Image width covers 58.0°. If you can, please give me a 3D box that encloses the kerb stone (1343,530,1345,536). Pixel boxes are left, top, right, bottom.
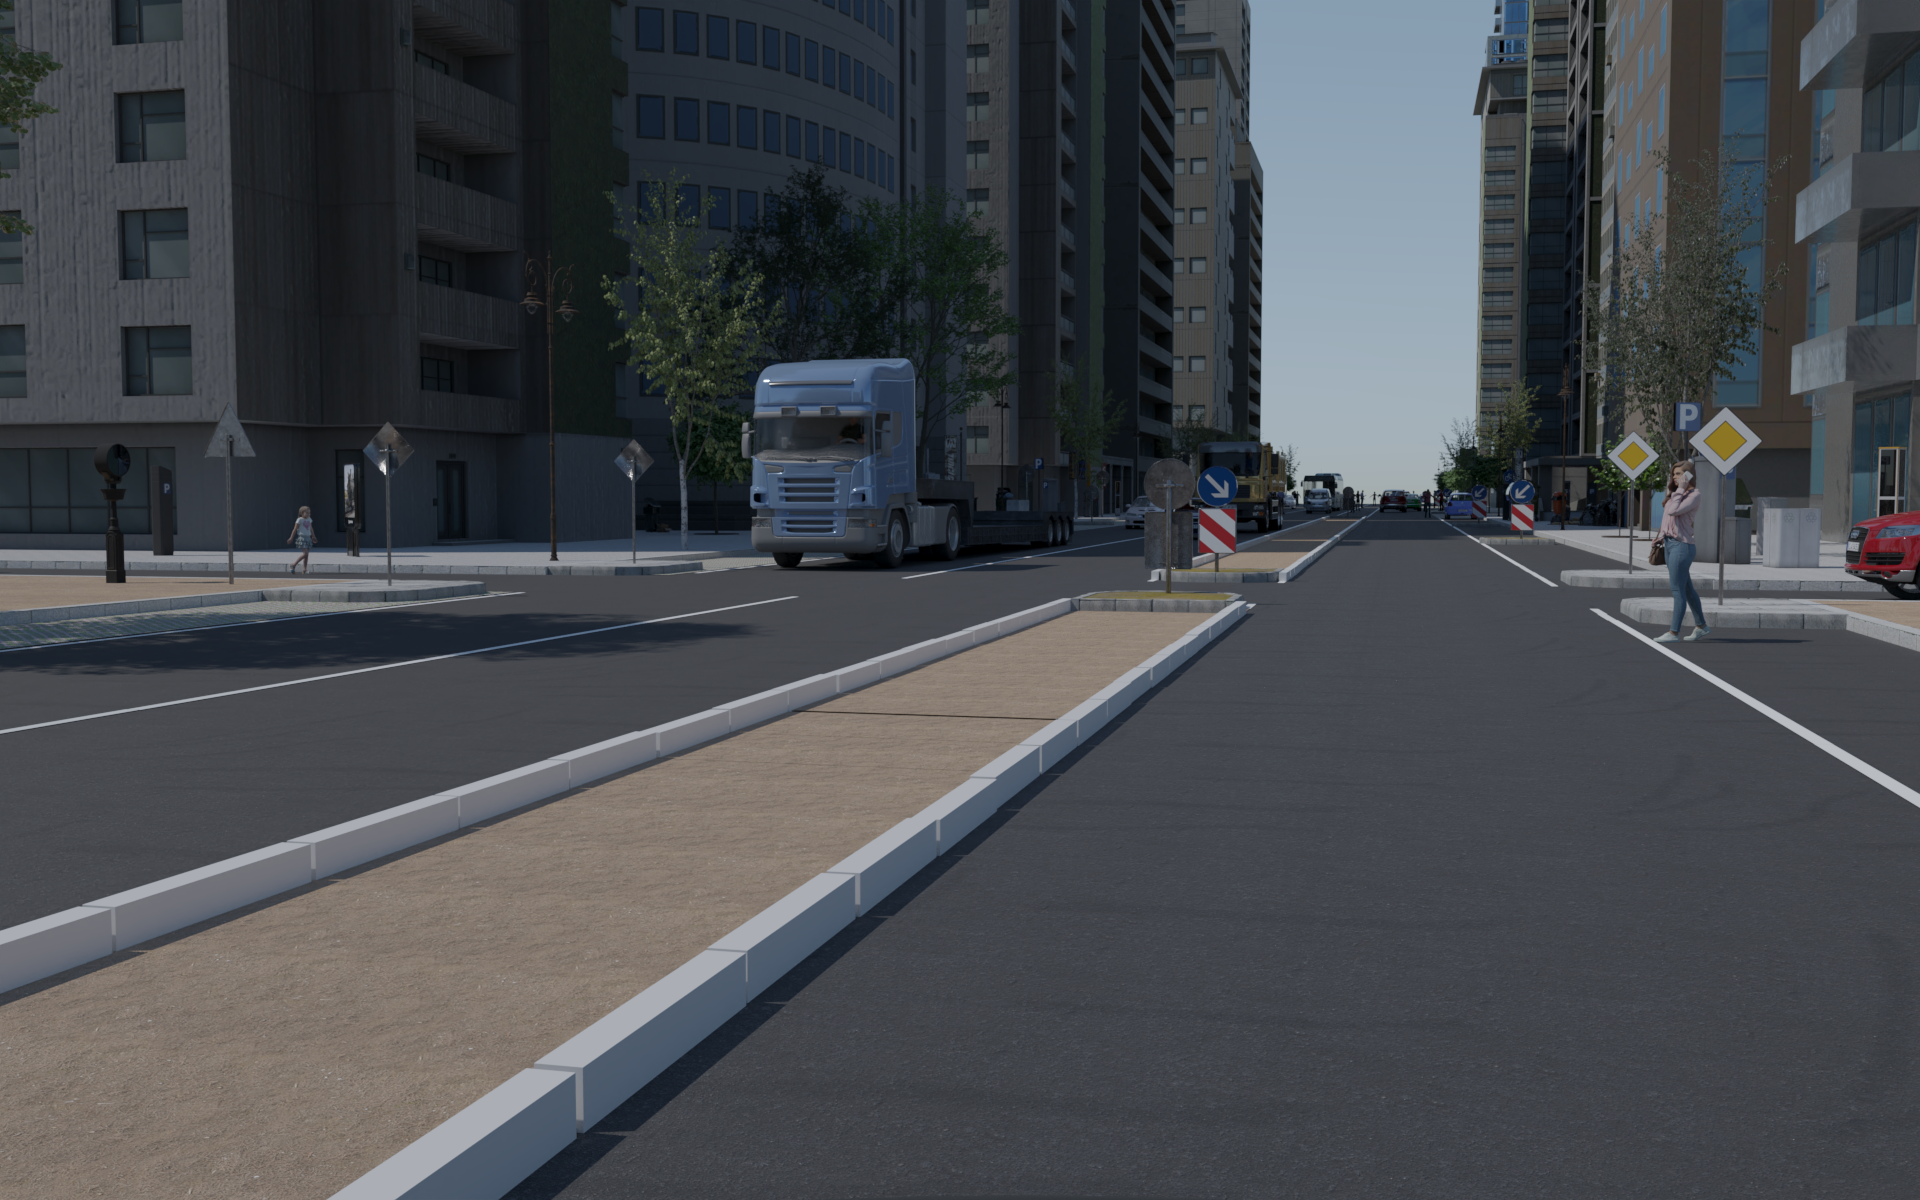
[{"bbox_3d":[12.432,-2.103,56.575,0.120,0.150,1.000,1,4,14],"label":"kerb stone"}]

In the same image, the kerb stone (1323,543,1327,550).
[{"bbox_3d":[8.905,-1.252,42.662,0.120,0.150,1.000,1,4,14],"label":"kerb stone"}]

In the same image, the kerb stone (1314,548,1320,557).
[{"bbox_3d":[7.908,-1.007,38.695,0.120,0.150,1.000,1,4,14],"label":"kerb stone"}]

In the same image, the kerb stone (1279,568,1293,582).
[{"bbox_3d":[5.393,-0.398,28.779,0.120,0.150,1.000,1,4,14],"label":"kerb stone"}]

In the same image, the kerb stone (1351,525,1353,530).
[{"bbox_3d":[14.695,-2.649,65.511,0.120,0.150,1.000,1,4,14],"label":"kerb stone"}]

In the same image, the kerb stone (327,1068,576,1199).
[{"bbox_3d":[-1.033,1.152,3.377,0.120,0.150,1.000,1,4,14],"label":"kerb stone"}]

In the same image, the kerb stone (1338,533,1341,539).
[{"bbox_3d":[11.421,-1.859,52.590,0.120,0.150,1.000,1,4,14],"label":"kerb stone"}]

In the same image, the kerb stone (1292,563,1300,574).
[{"bbox_3d":[5.911,-0.524,30.760,0.120,0.150,1.000,1,4,14],"label":"kerb stone"}]

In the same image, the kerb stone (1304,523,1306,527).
[{"bbox_3d":[14.175,-3.047,72.011,0.120,0.150,1.000,1,4,14],"label":"kerb stone"}]

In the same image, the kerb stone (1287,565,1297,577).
[{"bbox_3d":[5.655,-0.463,29.770,0.120,0.150,1.000,1,4,14],"label":"kerb stone"}]

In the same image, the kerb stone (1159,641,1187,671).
[{"bbox_3d":[1.739,0.482,14.320,0.120,0.150,1.000,1,4,14],"label":"kerb stone"}]

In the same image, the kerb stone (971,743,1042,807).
[{"bbox_3d":[0.225,0.847,8.348,0.120,0.150,1.000,1,4,14],"label":"kerb stone"}]

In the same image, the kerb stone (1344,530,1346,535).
[{"bbox_3d":[12.683,-2.162,57.566,0.120,0.150,1.000,1,4,14],"label":"kerb stone"}]

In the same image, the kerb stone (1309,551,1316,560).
[{"bbox_3d":[7.414,-0.885,36.711,0.120,0.150,1.000,1,4,14],"label":"kerb stone"}]

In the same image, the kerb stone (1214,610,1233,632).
[{"bbox_3d":[2.746,0.239,18.290,0.120,0.150,1.000,1,4,14],"label":"kerb stone"}]

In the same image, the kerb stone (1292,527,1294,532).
[{"bbox_3d":[12.154,-2.558,64.047,0.120,0.150,1.000,1,4,14],"label":"kerb stone"}]

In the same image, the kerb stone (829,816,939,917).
[{"bbox_3d":[-0.274,0.968,6.362,0.120,0.150,1.000,1,4,14],"label":"kerb stone"}]

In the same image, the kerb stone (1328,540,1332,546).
[{"bbox_3d":[9.659,-1.434,45.636,0.120,0.150,1.000,1,4,14],"label":"kerb stone"}]

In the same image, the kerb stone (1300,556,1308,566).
[{"bbox_3d":[6.648,-0.706,33.741,0.120,0.150,1.000,1,4,14],"label":"kerb stone"}]

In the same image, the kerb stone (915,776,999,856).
[{"bbox_3d":[-0.015,0.913,7.352,0.120,0.150,1.000,1,4,14],"label":"kerb stone"}]

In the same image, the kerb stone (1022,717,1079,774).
[{"bbox_3d":[0.482,0.786,9.351,0.120,0.150,1.000,1,4,14],"label":"kerb stone"}]

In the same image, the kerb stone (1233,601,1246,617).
[{"bbox_3d":[3.250,0.120,20.278,0.120,0.150,1.000,1,4,14],"label":"kerb stone"}]

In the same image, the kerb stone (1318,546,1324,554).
[{"bbox_3d":[8.408,-1.123,40.680,0.120,0.150,1.000,1,4,14],"label":"kerb stone"}]

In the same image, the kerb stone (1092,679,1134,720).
[{"bbox_3d":[0.987,0.665,11.339,0.120,0.150,1.000,1,4,14],"label":"kerb stone"}]

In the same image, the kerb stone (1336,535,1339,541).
[{"bbox_3d":[10.919,-1.735,50.608,0.120,0.150,1.000,1,4,14],"label":"kerb stone"}]

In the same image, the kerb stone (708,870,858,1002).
[{"bbox_3d":[-0.533,1.029,5.368,0.120,0.150,1.000,1,4,14],"label":"kerb stone"}]

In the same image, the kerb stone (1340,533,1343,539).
[{"bbox_3d":[11.682,-1.920,53.585,0.120,0.150,1.000,1,4,14],"label":"kerb stone"}]

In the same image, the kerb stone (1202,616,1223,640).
[{"bbox_3d":[2.494,0.299,17.299,0.120,0.150,1.000,1,4,14],"label":"kerb stone"}]

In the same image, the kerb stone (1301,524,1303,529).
[{"bbox_3d":[13.665,-2.925,70.023,0.120,0.150,1.000,1,4,14],"label":"kerb stone"}]

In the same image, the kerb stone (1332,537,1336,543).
[{"bbox_3d":[10.419,-1.616,48.623,0.120,0.150,1.000,1,4,14],"label":"kerb stone"}]

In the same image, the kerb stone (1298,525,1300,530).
[{"bbox_3d":[13.160,-2.801,68.034,0.120,0.150,1.000,1,4,14],"label":"kerb stone"}]

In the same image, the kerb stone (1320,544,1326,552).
[{"bbox_3d":[8.658,-1.191,41.670,0.120,0.150,1.000,1,4,14],"label":"kerb stone"}]

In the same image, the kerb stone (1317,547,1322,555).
[{"bbox_3d":[8.162,-1.069,39.688,0.120,0.150,1.000,1,4,14],"label":"kerb stone"}]

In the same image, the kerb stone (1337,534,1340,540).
[{"bbox_3d":[11.173,-1.796,51.598,0.120,0.150,1.000,1,4,14],"label":"kerb stone"}]

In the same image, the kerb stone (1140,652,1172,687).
[{"bbox_3d":[1.489,0.543,13.321,0.120,0.150,1.000,1,4,14],"label":"kerb stone"}]

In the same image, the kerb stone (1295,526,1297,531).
[{"bbox_3d":[12.661,-2.681,66.037,0.120,0.150,1.000,1,4,14],"label":"kerb stone"}]

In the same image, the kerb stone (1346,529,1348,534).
[{"bbox_3d":[13.185,-2.280,59.560,0.120,0.150,1.000,1,4,14],"label":"kerb stone"}]

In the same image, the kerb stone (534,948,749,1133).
[{"bbox_3d":[-0.779,1.090,4.376,0.120,0.150,1.000,1,4,14],"label":"kerb stone"}]

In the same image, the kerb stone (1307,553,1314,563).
[{"bbox_3d":[7.156,-0.827,35.720,0.120,0.150,1.000,1,4,14],"label":"kerb stone"}]

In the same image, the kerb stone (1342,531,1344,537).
[{"bbox_3d":[12.179,-2.041,55.584,0.120,0.150,1.000,1,4,14],"label":"kerb stone"}]

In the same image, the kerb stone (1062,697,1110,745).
[{"bbox_3d":[0.737,0.727,10.343,0.120,0.150,1.000,1,4,14],"label":"kerb stone"}]

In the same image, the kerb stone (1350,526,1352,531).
[{"bbox_3d":[14.447,-2.587,64.519,0.120,0.150,1.000,1,4,14],"label":"kerb stone"}]

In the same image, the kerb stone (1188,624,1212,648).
[{"bbox_3d":[2.236,0.360,16.303,0.120,0.150,1.000,1,4,14],"label":"kerb stone"}]

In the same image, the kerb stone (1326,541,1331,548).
[{"bbox_3d":[9.412,-1.373,44.645,0.120,0.150,1.000,1,4,14],"label":"kerb stone"}]

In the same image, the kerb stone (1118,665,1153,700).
[{"bbox_3d":[1.228,0.606,12.333,0.120,0.150,1.000,1,4,14],"label":"kerb stone"}]

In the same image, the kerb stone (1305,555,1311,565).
[{"bbox_3d":[6.900,-0.767,34.731,0.120,0.150,1.000,1,4,14],"label":"kerb stone"}]

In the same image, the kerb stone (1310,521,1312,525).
[{"bbox_3d":[15.430,-3.349,76.973,0.120,0.150,1.000,1,4,14],"label":"kerb stone"}]

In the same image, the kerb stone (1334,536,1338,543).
[{"bbox_3d":[10.670,-1.677,49.617,0.120,0.150,1.000,1,4,14],"label":"kerb stone"}]

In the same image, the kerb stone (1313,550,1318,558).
[{"bbox_3d":[7.652,-0.949,37.705,0.120,0.150,1.000,1,4,14],"label":"kerb stone"}]

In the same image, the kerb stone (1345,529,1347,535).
[{"bbox_3d":[12.940,-2.223,58.566,0.120,0.150,1.000,1,4,14],"label":"kerb stone"}]

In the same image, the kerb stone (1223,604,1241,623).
[{"bbox_3d":[2.994,0.178,19.286,0.120,0.150,1.000,1,4,14],"label":"kerb stone"}]

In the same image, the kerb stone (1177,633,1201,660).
[{"bbox_3d":[1.990,0.428,15.311,0.120,0.150,1.000,1,4,14],"label":"kerb stone"}]

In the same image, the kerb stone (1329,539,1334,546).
[{"bbox_3d":[9.916,-1.494,46.628,0.120,0.150,1.000,1,4,14],"label":"kerb stone"}]

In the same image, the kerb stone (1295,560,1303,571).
[{"bbox_3d":[6.157,-0.585,31.752,0.120,0.150,1.000,1,4,14],"label":"kerb stone"}]

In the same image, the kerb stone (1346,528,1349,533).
[{"bbox_3d":[13.436,-2.346,60.558,0.120,0.150,1.000,1,4,14],"label":"kerb stone"}]

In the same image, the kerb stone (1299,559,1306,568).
[{"bbox_3d":[6.398,-0.638,32.750,0.120,0.150,1.000,1,4,14],"label":"kerb stone"}]

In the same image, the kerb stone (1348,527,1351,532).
[{"bbox_3d":[13.942,-2.463,62.539,0.120,0.150,1.000,1,4,14],"label":"kerb stone"}]

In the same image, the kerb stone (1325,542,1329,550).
[{"bbox_3d":[9.162,-1.312,43.651,0.120,0.150,1.000,1,4,14],"label":"kerb stone"}]

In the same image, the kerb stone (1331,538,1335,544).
[{"bbox_3d":[10.164,-1.555,47.625,0.120,0.150,1.000,1,4,14],"label":"kerb stone"}]
